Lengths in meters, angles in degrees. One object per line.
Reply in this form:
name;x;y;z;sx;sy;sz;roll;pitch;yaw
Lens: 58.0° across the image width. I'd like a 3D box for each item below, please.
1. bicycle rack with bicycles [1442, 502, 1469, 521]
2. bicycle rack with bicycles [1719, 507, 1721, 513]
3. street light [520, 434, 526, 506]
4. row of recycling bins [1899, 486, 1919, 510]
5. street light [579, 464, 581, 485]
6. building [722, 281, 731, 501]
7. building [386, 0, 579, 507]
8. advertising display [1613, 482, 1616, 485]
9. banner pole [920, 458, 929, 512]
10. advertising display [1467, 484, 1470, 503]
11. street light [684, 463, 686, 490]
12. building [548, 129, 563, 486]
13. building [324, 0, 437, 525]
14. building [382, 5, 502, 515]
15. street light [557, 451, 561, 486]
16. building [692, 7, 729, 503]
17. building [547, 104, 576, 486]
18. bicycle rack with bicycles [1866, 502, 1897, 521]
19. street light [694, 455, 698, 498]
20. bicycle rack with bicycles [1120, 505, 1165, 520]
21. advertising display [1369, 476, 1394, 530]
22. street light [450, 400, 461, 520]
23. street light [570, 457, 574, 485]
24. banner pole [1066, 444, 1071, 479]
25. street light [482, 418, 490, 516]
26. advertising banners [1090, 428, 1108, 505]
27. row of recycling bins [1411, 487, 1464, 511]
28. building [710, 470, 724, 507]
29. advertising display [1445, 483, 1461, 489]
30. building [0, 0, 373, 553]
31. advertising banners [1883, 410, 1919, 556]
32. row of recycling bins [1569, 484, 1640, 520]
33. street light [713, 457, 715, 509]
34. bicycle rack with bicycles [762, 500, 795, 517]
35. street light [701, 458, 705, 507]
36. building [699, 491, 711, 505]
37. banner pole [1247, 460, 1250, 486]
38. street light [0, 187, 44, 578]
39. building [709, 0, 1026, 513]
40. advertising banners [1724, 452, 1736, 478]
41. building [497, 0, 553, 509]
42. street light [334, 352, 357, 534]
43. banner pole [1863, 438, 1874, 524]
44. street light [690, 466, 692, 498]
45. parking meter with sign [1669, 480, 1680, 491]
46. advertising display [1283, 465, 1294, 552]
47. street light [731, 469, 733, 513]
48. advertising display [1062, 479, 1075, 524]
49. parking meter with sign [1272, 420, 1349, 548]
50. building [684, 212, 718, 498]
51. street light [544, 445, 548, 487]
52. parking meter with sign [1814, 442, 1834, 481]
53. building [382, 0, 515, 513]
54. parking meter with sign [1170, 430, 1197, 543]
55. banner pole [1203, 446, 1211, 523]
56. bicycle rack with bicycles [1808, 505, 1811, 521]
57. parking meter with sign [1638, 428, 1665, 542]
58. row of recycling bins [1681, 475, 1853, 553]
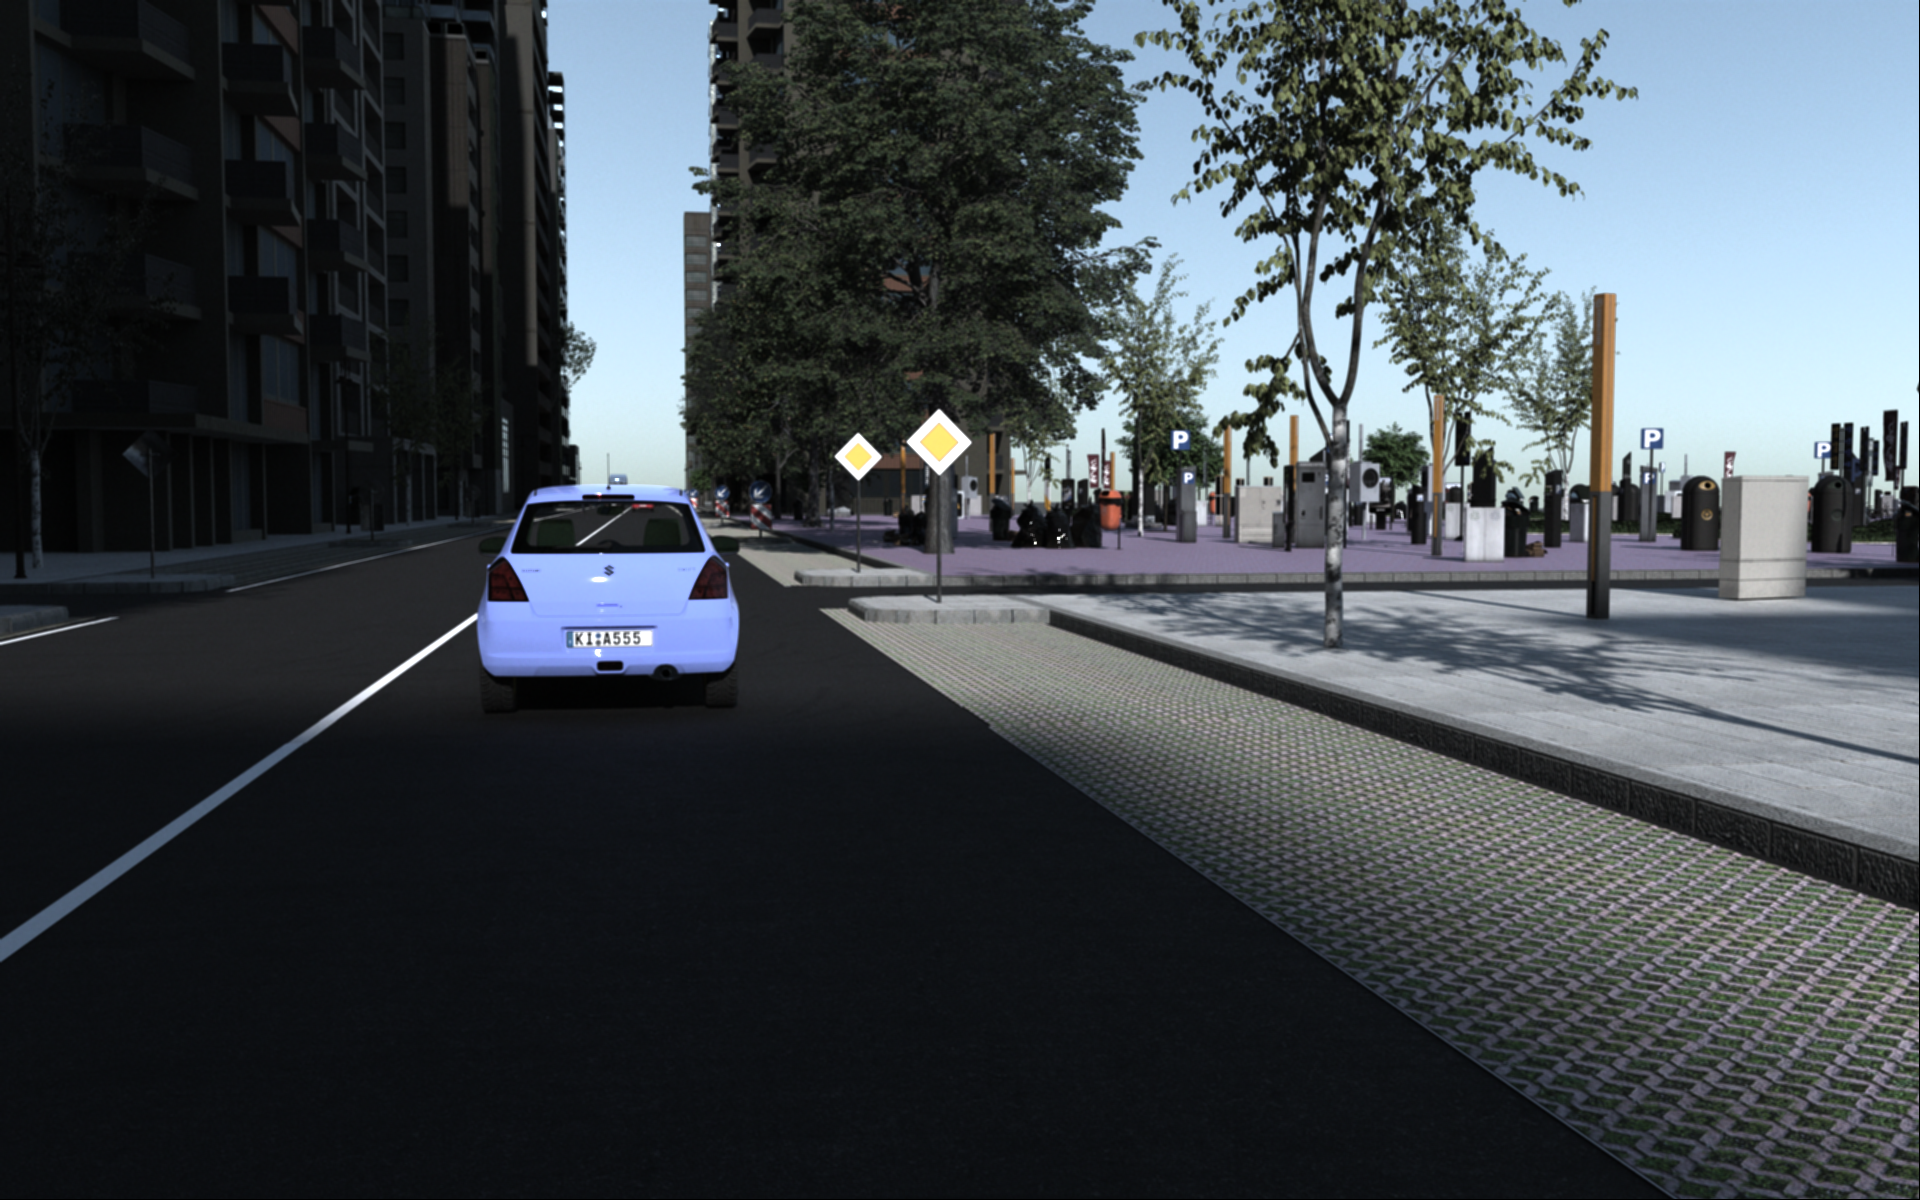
bicycle rack with bicycles;23.064;-4.154;81.303;2.925;0.926;2.852;-2;4;-32
bicycle rack with bicycles;38.395;-4.522;87.310;2.925;0.926;2.852;2;4;32
street light;-33.105;-9.685;131.135;0.468;5.910;1.993;-1;4;-10
row of recycling bins;50.069;-5.147;91.264;1.069;1.692;3.534;2;4;24
street light;-53.363;-16.555;243.459;0.468;5.910;1.993;-1;4;-10
building;-13.685;-23.199;150.997;14.160;30.474;14.107;-1;4;-10
building;-63.928;-56.554;237.322;22.319;86.520;31.000;-1;4;-10
advertising display;33.850;-5.233;90.775;0.974;1.923;0.123;3;5;40
banner pole;-1.860;-6.212;91.576;0.863;3.779;0.401;-2;4;-26
advertising display;32.983;-6.462;110.865;0.974;1.923;0.123;2;4;24
street light;-41.089;-17.526;259.331;0.468;5.910;1.993;-1;4;-10
building;-50.760;-30.809;187.316;14.154;41.232;14.086;-1;4;-10
building;-35.742;-39.211;79.358;20.563;71.187;20.611;-1;4;-10
building;-36.086;-20.452;106.099;14.160;30.474;14.107;-1;4;-10
street light;-42.393;-12.878;183.350;0.468;5.910;1.993;-1;4;-10
building;-24.340;-56.159;230.870;22.319;86.520;31.000;-1;4;-10
building;-58.979;-35.999;208.192;23.786;49.044;30.456;-1;4;-10
bicycle rack with bicycles;40.053;-3.858;76.461;2.925;0.926;2.852;0;4;0
street light;-30.341;-13.873;199.604;0.468;5.910;1.993;-1;4;-10
bicycle rack with bicycles;9.384;-4.352;84.540;2.925;0.926;2.852;3;5;41
advertising display;15.138;-3.489;62.253;0.123;1.923;0.974;-3;5;-41
street light;-24.875;-6.889;85.426;0.468;5.910;1.993;-1;4;-10
street light;-47.844;-14.712;213.330;0.468;5.910;1.993;-1;4;-10
banner pole;5.477;-5.956;87.405;0.401;3.779;0.863;1;4;19
street light;-27.770;-7.872;101.496;0.468;5.910;1.993;-1;4;-10
advertising banners;3.772;-3.102;46.912;0.090;3.025;2.074;0;4;-2
row of recycling bins;26.226;-5.402;95.443;3.534;1.692;1.069;-2;4;-27
building;-13.704;-44.604;167.519;20.563;71.187;20.611;-1;4;-10
advertising display;28.406;-5.775;99.634;0.974;1.923;0.123;1;4;23
building;-29.398;-24.066;48.100;22.147;44.769;28.867;-1;4;-10
advertising banners;19.394;-2.397;35.379;0.090;3.025;2.074;0;4;-1
row of recycling bins;26.199;-3.876;70.488;1.069;1.692;3.534;-2;4;-25
street light;-20.986;-10.697;147.679;0.468;5.910;1.993;-1;4;-10
bicycle rack with bicycles;-10.204;-5.227;98.851;2.852;0.926;2.925;0;4;-7
street light;-26.258;-12.509;177.310;0.468;5.910;1.993;-1;4;-10
building;-14.795;-31.447;206.042;32.217;40.220;23.993;-1;4;-10
banner pole;14.062;-5.775;84.431;0.401;3.779;0.863;1;4;20
street light;-14.325;-3.269;26.231;0.468;5.910;1.993;-1;4;-10
building;-7.299;-29.070;129.913;22.147;44.769;28.867;-1;4;-10
advertising banners;31.073;-4.603;71.440;2.074;3.025;0.090;-1;4;-14
building;-47.917;-32.407;153.554;21.300;48.544;21.600;-1;4;-10
street light;-19.796;-5.084;55.909;0.468;5.910;1.993;-1;4;-10
banner pole;35.523;-4.754;67.738;0.863;3.779;0.401;-3;5;-40
street light;-35.577;-15.676;229.093;0.468;5.910;1.993;-1;4;-10
parking meter with sign;39.429;-6.058;95.301;1.738;3.016;0.543;3;5;45
advertising display;7.385;-2.064;38.957;0.123;1.923;0.974;0;4;5
street light;-15.450;-8.830;117.164;0.468;5.910;1.993;-1;4;-10
advertising display;4.624;-4.216;74.138;0.123;1.923;0.974;-2;4;-24
parking meter with sign;8.297;-2.739;41.051;1.738;3.016;0.543;0;4;7
building;-33.171;-34.859;253.535;14.154;41.232;14.086;-1;4;-10
street light;-38.389;-11.499;160.797;0.468;5.910;1.993;-1;4;-10
parking meter with sign;28.515;-3.723;57.133;0.543;3.016;1.738;1;4;23
building;-44.269;-49.768;126.379;22.319;86.520;31.000;-1;4;-10
parking meter with sign;6.034;-3.065;46.371;0.543;3.016;1.738;0;4;-3
banner pole;10.929;-5.329;77.144;0.401;3.779;0.863;2;4;24
bicycle rack with bicycles;42.042;-4.692;90.089;2.925;0.926;2.852;-1;4;-21
parking meter with sign;18.611;-3.088;46.756;0.543;3.016;1.738;1;4;19
row of recycling bins;18.017;-1.937;38.782;3.534;1.692;1.069;2;4;33
